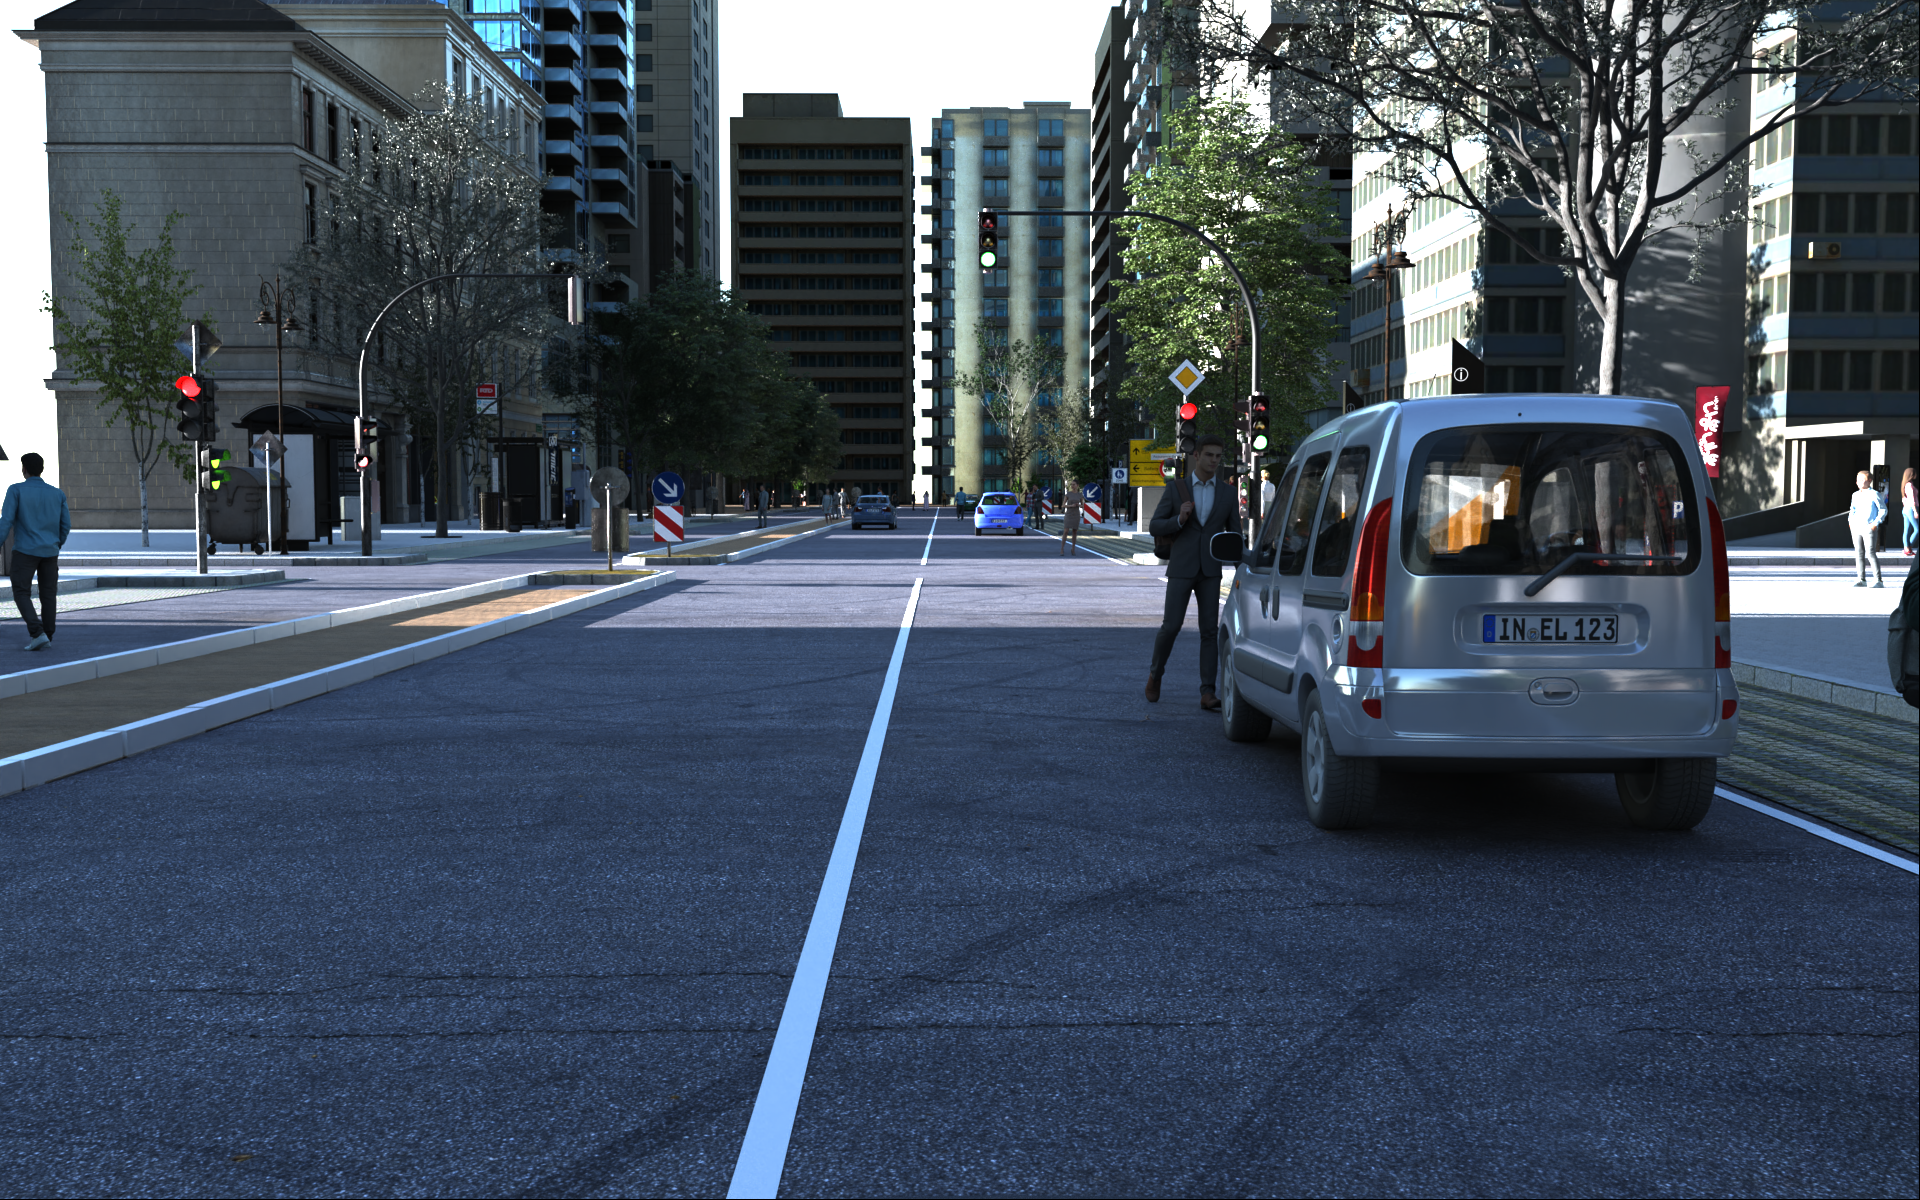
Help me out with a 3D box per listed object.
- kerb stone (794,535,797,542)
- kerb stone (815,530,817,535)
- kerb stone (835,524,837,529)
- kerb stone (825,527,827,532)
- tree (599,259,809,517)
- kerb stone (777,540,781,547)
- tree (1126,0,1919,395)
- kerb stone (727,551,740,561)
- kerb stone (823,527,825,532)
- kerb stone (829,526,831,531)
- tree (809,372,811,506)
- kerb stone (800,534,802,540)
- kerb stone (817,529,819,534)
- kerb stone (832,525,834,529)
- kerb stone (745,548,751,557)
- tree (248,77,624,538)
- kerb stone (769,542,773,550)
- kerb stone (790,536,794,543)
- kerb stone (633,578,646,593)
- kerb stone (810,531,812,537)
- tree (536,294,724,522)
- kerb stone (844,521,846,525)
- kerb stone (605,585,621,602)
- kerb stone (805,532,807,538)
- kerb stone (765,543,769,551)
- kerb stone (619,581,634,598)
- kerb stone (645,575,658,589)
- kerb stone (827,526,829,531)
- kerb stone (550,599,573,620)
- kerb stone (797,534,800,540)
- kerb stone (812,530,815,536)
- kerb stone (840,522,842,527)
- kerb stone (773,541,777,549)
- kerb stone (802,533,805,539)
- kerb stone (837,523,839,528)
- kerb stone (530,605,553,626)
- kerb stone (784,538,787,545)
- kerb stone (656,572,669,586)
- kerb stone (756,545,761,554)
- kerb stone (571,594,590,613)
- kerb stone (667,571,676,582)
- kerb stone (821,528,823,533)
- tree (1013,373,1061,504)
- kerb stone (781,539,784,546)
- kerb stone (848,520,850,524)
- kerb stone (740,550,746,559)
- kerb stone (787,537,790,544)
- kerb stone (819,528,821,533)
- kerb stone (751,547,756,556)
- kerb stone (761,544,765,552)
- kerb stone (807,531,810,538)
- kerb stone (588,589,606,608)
[{"bbox_3d":[-5.029,-1.786,51.401,0.120,0.150,1.000,0,4,-1],"label":"kerb stone"},{"bbox_3d":[-5.112,-2.286,59.606,0.120,0.150,1.000,0,4,-1],"label":"kerb stone"},{"bbox_3d":[-5.223,-2.973,70.872,0.120,0.150,1.000,0,4,-1],"label":"kerb stone"},{"bbox_3d":[-5.163,-2.601,64.718,0.120,0.150,1.000,0,4,-1],"label":"kerb stone"},{"bbox_3d":[-15.229,-11.583,96.029,9.857,13.997,8.962,0,3,0],"label":"tree"},{"bbox_3d":[-4.965,-1.473,46.280,0.120,0.150,1.000,0,4,-1],"label":"kerb stone"},{"bbox_3d":[6.918,-6.600,18.276,12.009,13.543,11.850,0,3,0],"label":"tree"},{"bbox_3d":[-4.879,-0.910,37.071,0.120,0.150,1.000,0,4,-1],"label":"kerb stone"},{"bbox_3d":[-5.151,-2.537,63.696,0.120,0.150,1.000,0,4,-1],"label":"kerb stone"},{"bbox_3d":[-5.182,-2.727,66.774,0.120,0.150,1.000,0,4,-1],"label":"kerb stone"},{"bbox_3d":[-15.340,-12.493,110.914,9.857,13.997,8.962,0,3,0],"label":"tree"},{"bbox_3d":[-5.048,-1.912,53.461,0.120,0.150,1.000,0,4,-1],"label":"kerb stone"},{"bbox_3d":[-5.114,-2.343,60.629,0.120,0.150,1.000,0,4,-1],"label":"kerb stone"},{"bbox_3d":[-5.202,-2.852,68.822,0.120,0.150,1.000,0,4,-1],"label":"kerb stone"},{"bbox_3d":[-4.893,-1.035,39.116,0.120,0.150,1.000,0,4,-1],"label":"kerb stone"},{"bbox_3d":[-15.090,-8.571,50.513,12.009,13.543,11.850,0,3,0],"label":"tree"},{"bbox_3d":[-4.949,-1.348,44.230,0.120,0.150,1.000,0,4,-1],"label":"kerb stone"},{"bbox_3d":[-5.016,-1.720,50.376,0.120,0.150,1.000,0,4,-1],"label":"kerb stone"},{"bbox_3d":[-4.762,-0.187,25.293,0.120,0.150,1.000,0,4,-1],"label":"kerb stone"},{"bbox_3d":[-5.093,-2.163,57.557,0.120,0.150,1.000,0,4,-1],"label":"kerb stone"},{"bbox_3d":[-15.021,-8.930,80.420,8.767,10.594,7.601,-2,4,-34],"label":"tree"},{"bbox_3d":[-5.289,-3.350,77.026,0.120,0.150,1.000,0,4,-1],"label":"kerb stone"},{"bbox_3d":[-4.744,-0.064,23.247,0.120,0.150,1.000,0,4,-1],"label":"kerb stone"},{"bbox_3d":[-5.071,-2.038,55.512,0.120,0.150,1.000,0,4,-1],"label":"kerb stone"},{"bbox_3d":[-4.929,-1.285,43.208,0.120,0.150,1.000,0,4,-1],"label":"kerb stone"},{"bbox_3d":[-4.749,-0.125,24.269,0.120,0.150,1.000,0,4,-1],"label":"kerb stone"},{"bbox_3d":[-4.775,-0.252,26.314,0.120,0.150,1.000,0,4,-1],"label":"kerb stone"},{"bbox_3d":[-5.166,-2.661,65.752,0.120,0.150,1.000,0,4,-1],"label":"kerb stone"},{"bbox_3d":[-4.703,0.125,20.166,0.120,0.150,1.000,0,4,-1],"label":"kerb stone"},{"bbox_3d":[-5.034,-1.848,52.439,0.120,0.150,1.000,0,4,-1],"label":"kerb stone"},{"bbox_3d":[-5.098,-2.225,58.581,0.120,0.150,1.000,0,4,-1],"label":"kerb stone"},{"bbox_3d":[-5.254,-3.165,73.957,0.120,0.150,1.000,0,4,-1],"label":"kerb stone"},{"bbox_3d":[-4.952,-1.408,45.254,0.120,0.150,1.000,0,4,-1],"label":"kerb stone"},{"bbox_3d":[-5.053,-1.975,54.490,0.120,0.150,1.000,0,4,-1],"label":"kerb stone"},{"bbox_3d":[-5.232,-3.038,71.894,0.120,0.150,1.000,0,4,-1],"label":"kerb stone"},{"bbox_3d":[-4.696,0.191,19.145,0.120,0.150,1.000,0,4,-1],"label":"kerb stone"},{"bbox_3d":[-4.995,-1.598,48.325,0.120,0.150,1.000,0,4,-1],"label":"kerb stone"},{"bbox_3d":[-4.780,-0.314,27.345,0.120,0.150,1.000,0,4,-1],"label":"kerb stone"},{"bbox_3d":[-4.914,-1.159,41.163,0.120,0.150,1.000,0,4,-1],"label":"kerb stone"},{"bbox_3d":[-4.719,0.062,21.188,0.120,0.150,1.000,0,4,-1],"label":"kerb stone"},{"bbox_3d":[-4.787,-0.378,28.373,0.120,0.150,1.000,0,4,-1],"label":"kerb stone"},{"bbox_3d":[-5.142,-2.470,62.674,0.120,0.150,1.000,0,4,-1],"label":"kerb stone"},{"bbox_3d":[6.182,-9.356,103.325,4.360,8.622,3.978,0,3,0],"label":"tree"},{"bbox_3d":[-4.977,-1.536,47.303,0.120,0.150,1.000,0,4,-1],"label":"kerb stone"},{"bbox_3d":[-5.313,-3.542,80.100,0.120,0.150,1.000,0,4,-1],"label":"kerb stone"},{"bbox_3d":[-4.880,-0.972,38.094,0.120,0.150,1.000,0,4,-1],"label":"kerb stone"},{"bbox_3d":[-5.007,-1.661,49.349,0.120,0.150,1.000,0,4,-1],"label":"kerb stone"},{"bbox_3d":[-5.128,-2.410,61.651,0.120,0.150,1.000,0,4,-1],"label":"kerb stone"},{"bbox_3d":[-4.908,-1.097,40.138,0.120,0.150,1.000,0,4,-1],"label":"kerb stone"},{"bbox_3d":[-4.931,-1.223,42.185,0.120,0.150,1.000,0,4,-1],"label":"kerb stone"},{"bbox_3d":[-5.084,-2.100,56.534,0.120,0.150,1.000,0,4,-1],"label":"kerb stone"},{"bbox_3d":[-4.728,-0.002,22.220,0.120,0.150,1.000,0,4,-1],"label":"kerb stone"}]
